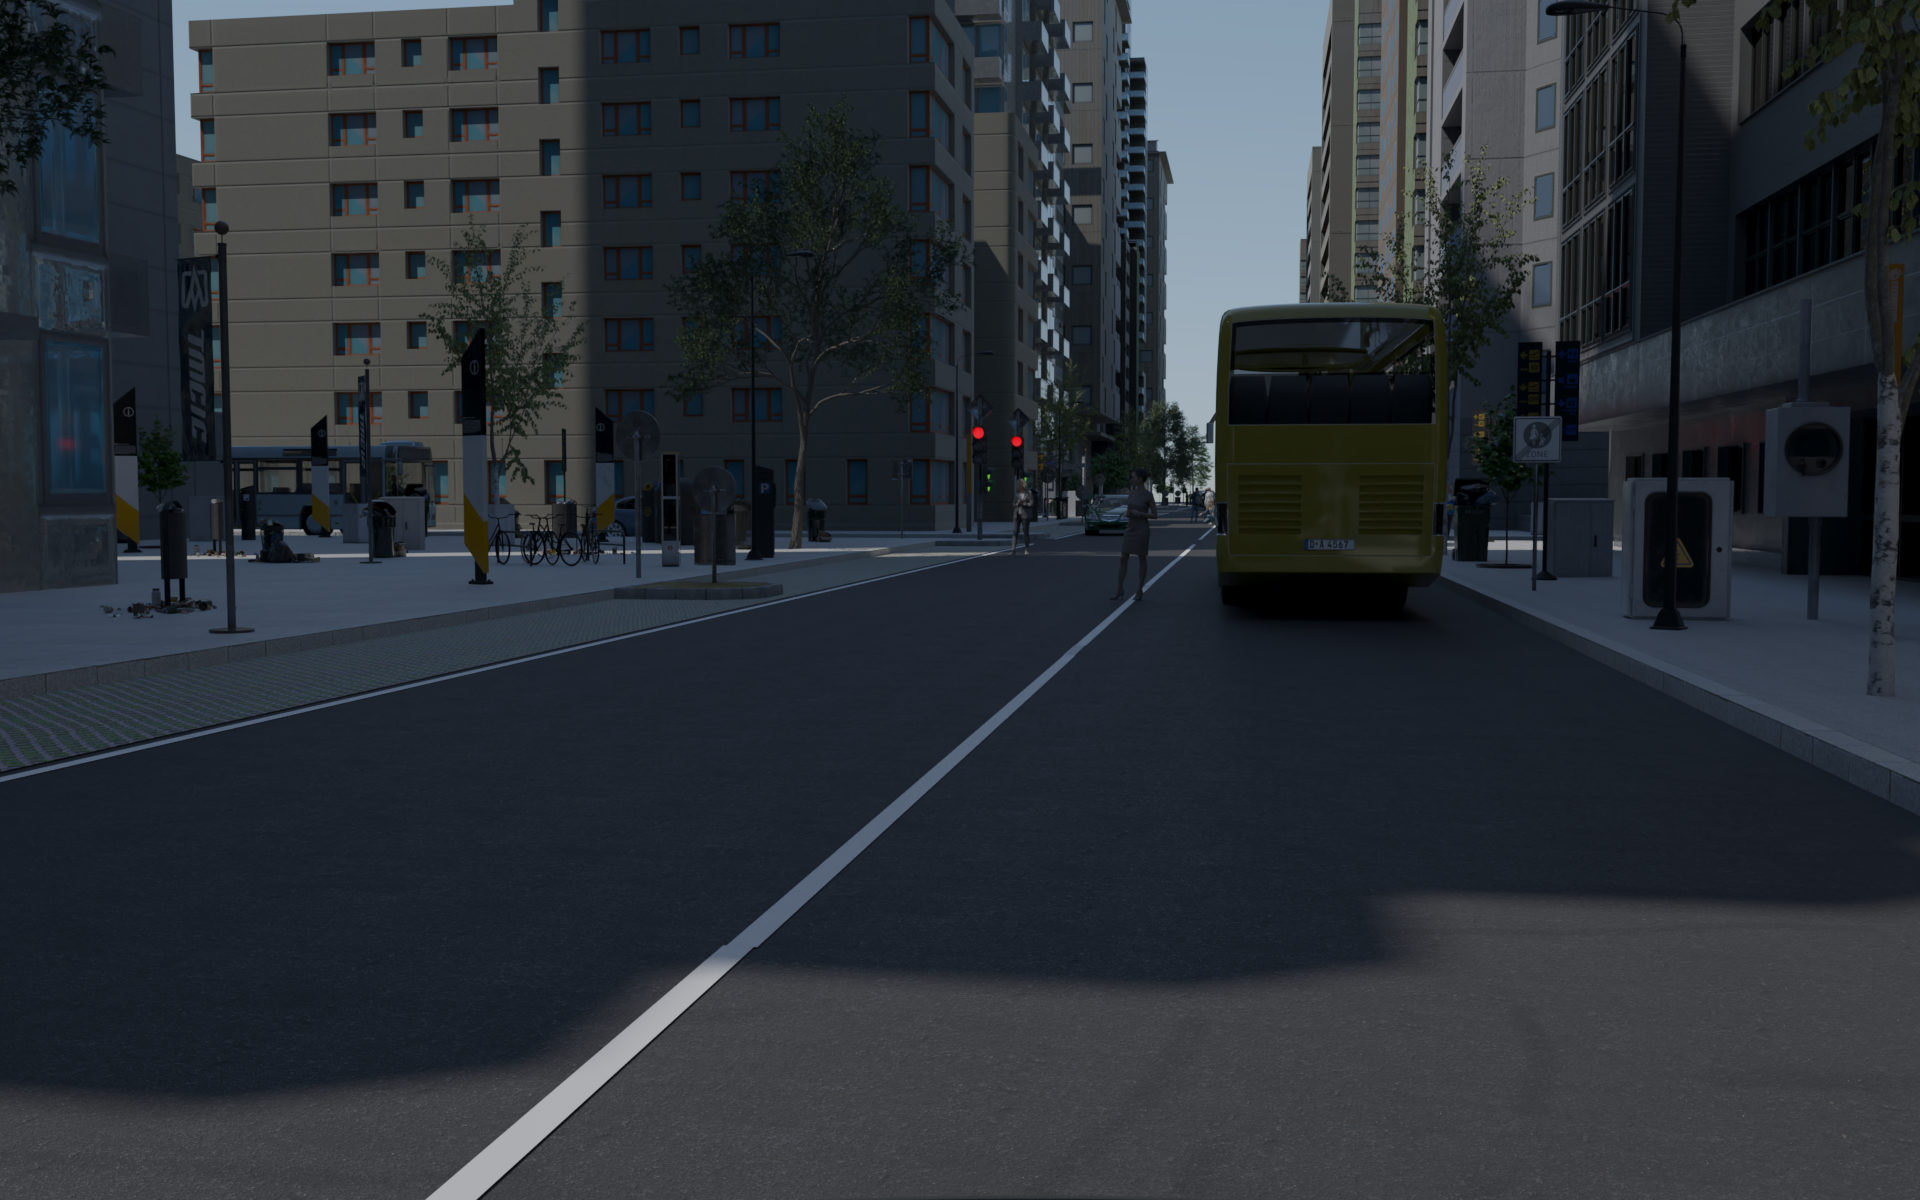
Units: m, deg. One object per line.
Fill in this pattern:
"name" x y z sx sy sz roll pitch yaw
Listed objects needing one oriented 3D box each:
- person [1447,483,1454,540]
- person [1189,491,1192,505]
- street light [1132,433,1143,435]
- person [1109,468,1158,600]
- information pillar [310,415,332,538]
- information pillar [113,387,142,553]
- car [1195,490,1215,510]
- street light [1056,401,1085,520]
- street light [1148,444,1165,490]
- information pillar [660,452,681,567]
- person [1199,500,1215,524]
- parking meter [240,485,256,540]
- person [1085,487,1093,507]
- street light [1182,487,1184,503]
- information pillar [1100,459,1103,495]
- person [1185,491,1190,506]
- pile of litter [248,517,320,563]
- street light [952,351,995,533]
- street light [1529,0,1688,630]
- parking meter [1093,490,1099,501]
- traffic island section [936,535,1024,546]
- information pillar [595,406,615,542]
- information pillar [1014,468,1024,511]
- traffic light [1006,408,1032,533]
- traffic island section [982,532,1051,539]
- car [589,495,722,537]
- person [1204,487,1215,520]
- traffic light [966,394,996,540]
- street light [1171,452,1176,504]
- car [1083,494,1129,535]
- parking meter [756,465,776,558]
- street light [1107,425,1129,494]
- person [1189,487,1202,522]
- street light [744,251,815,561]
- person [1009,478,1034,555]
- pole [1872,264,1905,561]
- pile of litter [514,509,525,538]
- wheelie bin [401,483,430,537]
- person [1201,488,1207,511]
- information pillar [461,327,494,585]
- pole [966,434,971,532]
"person" 14.733 -2.661 52.191 0.537 1.800 0.526 0 4 7
"person" 28.966 -12.808 218.000 1.348 1.812 0.705 -3 5 -41
"street light" 13.216 -9.751 131.972 1.470 5.913 1.316 1 4 10
"person" 2.347 -0.888 23.366 0.599 1.781 0.374 3 5 43
"information pillar" -18.855 -3.653 51.075 0.504 3.616 0.183 0 4 -4
"information pillar" -18.157 -2.835 37.713 0.504 3.616 0.183 -3 4 -36
"car" 22.261 -9.055 156.715 2.281 1.827 5.304 0 4 8
"street light" 5.519 -6.982 86.694 1.470 5.913 1.316 1 4 10
"street light" 18.096 -11.562 161.585 1.470 5.913 1.316 1 4 10
"information pillar" -5.110 -1.597 30.597 0.304 2.012 0.304 0 4 -3
"person" 11.862 -4.163 82.064 0.738 1.151 1.012 -1 4 -19
"parking meter" -19.830 -2.436 48.242 0.372 1.533 0.369 0 3 0
"person" 6.102 -4.552 83.175 0.600 1.795 0.529 0 4 7
"street light" 26.961 -14.767 213.977 1.470 5.913 1.316 1 4 10
"information pillar" 9.433 -7.598 115.588 0.183 3.616 0.504 -1 4 -10
"person" 24.575 -10.864 186.852 0.721 1.736 1.217 2 4 28
"pile of litter" -12.780 -1.146 32.695 1.176 0.858 1.719 -3 4 -37
"street light" 0.433 -5.136 56.507 1.470 5.913 1.316 1 4 10
"street light" 6.209 -2.682 16.388 1.470 5.913 1.316 1 4 10
"parking meter" 8.938 -6.457 113.981 0.372 1.533 0.369 0 3 0
"traffic island section" 0.537 -1.611 48.616 2.009 0.180 2.903 1 4 10
"information pillar" -9.489 -3.357 46.238 0.504 3.616 0.183 0 4 -1
"information pillar" 2.658 -5.318 78.296 0.504 3.616 0.183 -2 4 -32
"traffic light" 1.900 -4.124 56.350 0.839 4.253 0.868 1 4 10
"traffic island section" 1.862 -2.092 56.491 2.009 0.180 2.903 1 4 10
"car" -9.131 -2.529 53.344 4.499 1.417 2.014 1 4 11
"person" 13.412 -5.187 93.537 0.641 1.798 0.478 -1 4 -22
"traffic light" 0.575 -3.642 48.475 0.839 4.253 0.868 1 4 10
"street light" 23.096 -13.359 190.957 1.470 5.913 1.316 1 4 10
"car" 5.479 -3.037 61.451 2.131 1.459 4.920 1 4 9
"parking meter" -3.895 -1.779 34.798 0.399 1.863 0.255 0 4 -1
"street light" 10.475 -8.775 116.018 1.470 5.913 1.316 1 4 10
"person" 11.903 -4.811 87.506 0.623 1.781 0.721 0 4 3
"street light" -3.463 -3.718 33.328 1.470 5.913 1.316 1 4 10
"person" 1.475 -1.974 40.959 0.537 1.800 0.526 2 4 34
"pole" 8.289 -1.323 15.480 0.158 3.312 0.155 0 3 0
"pile of litter" -13.279 -2.238 50.559 1.176 0.858 1.719 -2 4 -33
"wheelie bin" -16.162 -2.665 51.481 0.693 1.594 0.980 2 4 26
"person" 17.792 -7.165 125.416 0.659 1.850 0.755 3 4 37
"information pillar" -6.880 -2.033 24.589 0.504 3.616 0.183 3 5 40
"pole" 0.300 -3.965 58.669 0.158 3.312 0.155 0 3 0
